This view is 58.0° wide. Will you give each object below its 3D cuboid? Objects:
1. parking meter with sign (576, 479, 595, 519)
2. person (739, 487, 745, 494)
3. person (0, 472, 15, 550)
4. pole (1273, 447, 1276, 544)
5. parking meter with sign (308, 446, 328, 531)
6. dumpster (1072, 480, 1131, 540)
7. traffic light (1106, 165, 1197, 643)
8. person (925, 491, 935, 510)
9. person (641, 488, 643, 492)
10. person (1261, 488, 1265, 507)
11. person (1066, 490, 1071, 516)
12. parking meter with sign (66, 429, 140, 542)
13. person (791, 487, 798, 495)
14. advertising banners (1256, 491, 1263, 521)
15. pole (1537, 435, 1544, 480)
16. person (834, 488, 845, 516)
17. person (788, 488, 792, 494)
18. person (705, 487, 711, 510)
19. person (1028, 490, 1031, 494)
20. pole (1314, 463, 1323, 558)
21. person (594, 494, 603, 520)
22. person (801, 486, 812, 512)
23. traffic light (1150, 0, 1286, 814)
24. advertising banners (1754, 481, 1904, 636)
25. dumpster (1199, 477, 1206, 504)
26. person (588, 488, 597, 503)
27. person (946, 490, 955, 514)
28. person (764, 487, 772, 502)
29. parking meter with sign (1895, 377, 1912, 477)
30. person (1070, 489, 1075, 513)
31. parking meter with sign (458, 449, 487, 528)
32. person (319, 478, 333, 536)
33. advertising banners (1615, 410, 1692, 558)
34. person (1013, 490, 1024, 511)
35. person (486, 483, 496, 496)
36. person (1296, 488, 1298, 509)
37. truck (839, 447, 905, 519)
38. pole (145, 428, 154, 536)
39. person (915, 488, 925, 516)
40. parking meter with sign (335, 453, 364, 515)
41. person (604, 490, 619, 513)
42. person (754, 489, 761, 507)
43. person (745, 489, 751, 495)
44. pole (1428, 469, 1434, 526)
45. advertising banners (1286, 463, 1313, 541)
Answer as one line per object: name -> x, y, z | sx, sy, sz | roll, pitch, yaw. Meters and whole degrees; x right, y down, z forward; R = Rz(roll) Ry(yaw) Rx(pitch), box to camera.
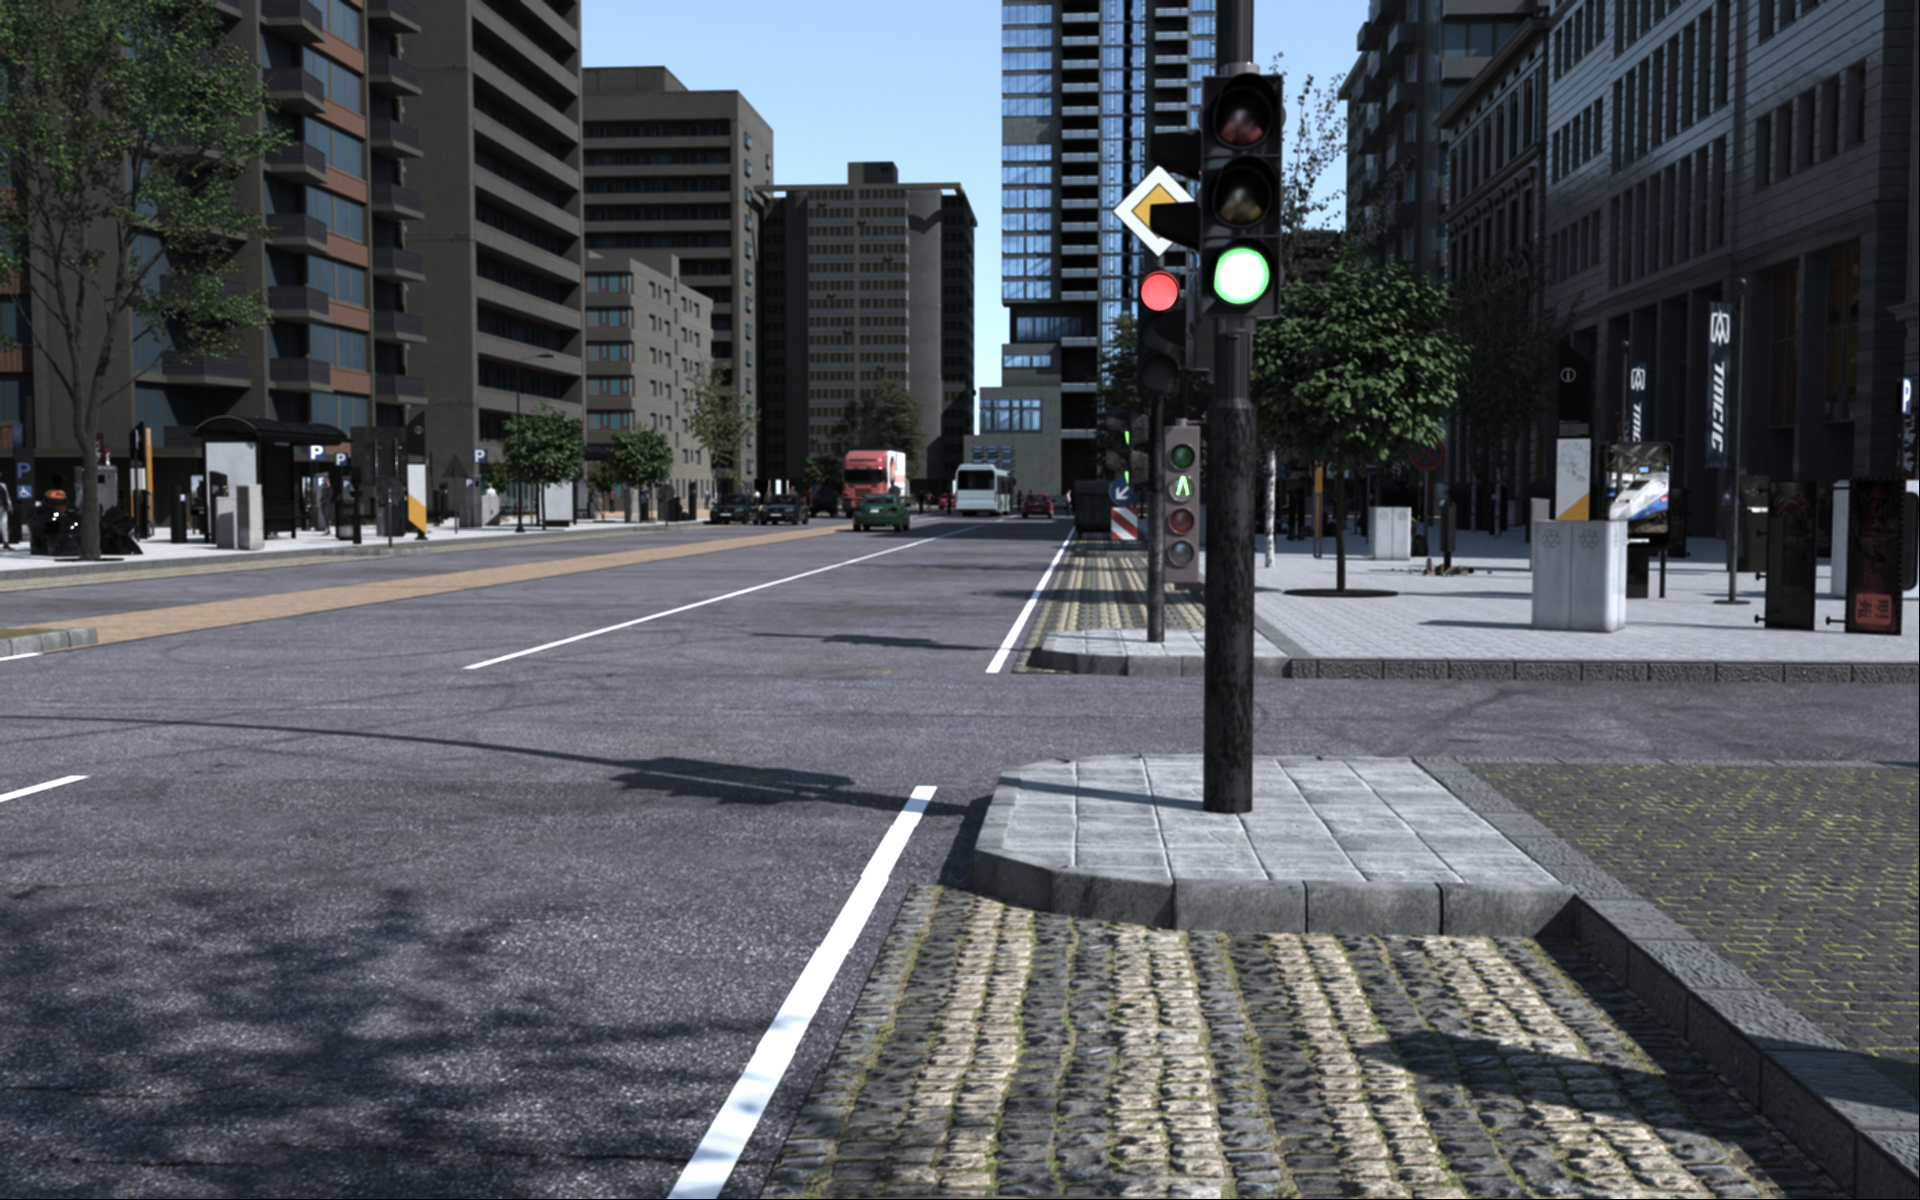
parking meter with sign -> -19.255, -5.598, 87.783 | 0.543, 3.016, 1.738 | 2, 4, 30
person -> -15.063, -6.927, 119.278 | 0.705, 1.826, 1.348 | -3, 5, -42
person -> -21.920, -2.045, 39.350 | 0.818, 1.842, 0.514 | 0, 4, 2
pole -> 8.078, -3.118, 44.815 | 0.158, 3.312, 0.155 | 0, 3, 0
parking meter with sign -> -22.214, -3.907, 60.133 | 0.543, 3.016, 1.738 | -2, 4, -27
dumpster -> 4.490, -2.829, 54.466 | 1.865, 1.857, 1.264 | 0, 4, 6
traffic light -> 1.680, -1.590, 14.912 | 0.839, 4.253, 0.868 | 0, 4, 4
person -> -2.886, -9.199, 159.626 | 1.217, 1.743, 0.721 | -1, 4, -17
person -> -23.054, -7.255, 125.371 | 1.217, 1.736, 0.721 | -2, 4, -30
person -> 20.709, -6.866, 119.130 | 0.721, 1.723, 1.217 | 0, 4, 7
person -> 7.017, -6.241, 111.483 | 0.436, 1.711, 0.756 | 0, 4, 4
parking meter with sign -> -22.849, -3.051, 46.146 | 1.738, 3.016, 0.543 | -1, 4, -20
person -> -10.777, -6.405, 111.314 | 0.990, 1.755, 0.434 | -1, 4, -13
advertising banners -> 13.916, -5.352, 83.697 | 0.090, 3.025, 2.074 | -2, 4, -33
pole -> 19.960, -4.022, 59.595 | 0.158, 3.312, 0.155 | 0, 3, 0
person -> -8.221, -6.464, 114.208 | 1.348, 1.821, 0.705 | 1, 4, 14
person -> -9.390, -5.234, 94.793 | 1.217, 1.743, 0.721 | 2, 4, 26
person -> -20.857, -8.423, 143.626 | 0.599, 1.838, 0.709 | 1, 4, 18
person -> 6.545, -9.295, 160.494 | 1.348, 1.821, 0.705 | 3, 4, 39
pole -> 7.231, -2.512, 34.915 | 0.158, 3.312, 0.155 | 0, 3, 0
person -> -18.163, -4.700, 87.156 | 0.475, 1.303, 0.640 | 3, 5, 40
person -> -10.675, -7.093, 121.983 | 1.348, 1.831, 0.705 | 1, 4, 13
traffic light -> -1.028, -1.976, 6.970 | 4.771, 5.953, 1.251 | 0, 4, 4
advertising banners -> 8.351, -1.200, 15.813 | 0.090, 3.025, 2.074 | -3, 5, -41
dumpster -> 7.240, -2.975, 54.407 | 1.264, 1.857, 1.865 | 0, 4, 4
person -> -20.335, -5.394, 94.951 | 1.217, 1.735, 0.721 | 2, 4, 35
person -> -0.695, -6.926, 122.459 | 0.721, 1.735, 1.217 | 2, 4, 28
person -> -12.794, -6.647, 115.269 | 0.434, 1.755, 0.990 | 2, 4, 30
parking meter with sign -> 14.782, -1.790, 25.520 | 1.738, 3.016, 0.543 | 3, 5, 41
person -> 8.673, -7.579, 132.550 | 0.705, 1.807, 1.348 | -2, 4, -29
parking meter with sign -> -18.624, -4.272, 66.101 | 0.543, 3.016, 1.738 | 0, 4, 7
person -> -19.628, -2.882, 53.442 | 0.520, 1.790, 0.573 | 2, 4, 30
advertising banners -> 14.205, -2.411, 35.606 | 0.090, 3.025, 2.074 | -2, 4, -23
person -> 4.865, -8.213, 143.503 | 1.217, 1.743, 0.721 | 3, 5, 40
person -> -21.744, -4.525, 80.255 | 0.478, 1.798, 0.641 | 0, 4, 4
person -> 25.979, -7.723, 133.035 | 1.217, 1.735, 0.721 | -2, 4, -30
truck -> -5.176, -7.075, 104.598 | 2.839, 4.237, 11.283 | 0, 4, 5
pole -> -24.961, -3.638, 53.332 | 0.158, 3.312, 0.155 | 0, 3, 0
person -> -2.612, -6.577, 115.664 | 0.705, 1.869, 1.348 | -2, 4, -27
parking meter with sign -> -26.034, -4.754, 73.983 | 0.543, 3.016, 1.738 | 0, 4, 5
person -> -24.166, -6.928, 120.044 | 1.217, 1.743, 0.721 | 2, 4, 24
person -> -19.052, -9.502, 162.343 | 0.756, 1.711, 0.436 | -3, 4, -37
person -> -20.559, -9.864, 167.841 | 0.617, 1.759, 0.750 | 0, 4, -4
pole -> 18.806, -4.601, 69.070 | 0.158, 3.312, 0.155 | 0, 3, 0
advertising banners -> 9.531, -3.191, 48.362 | 0.090, 3.025, 2.074 | 2, 4, 31
